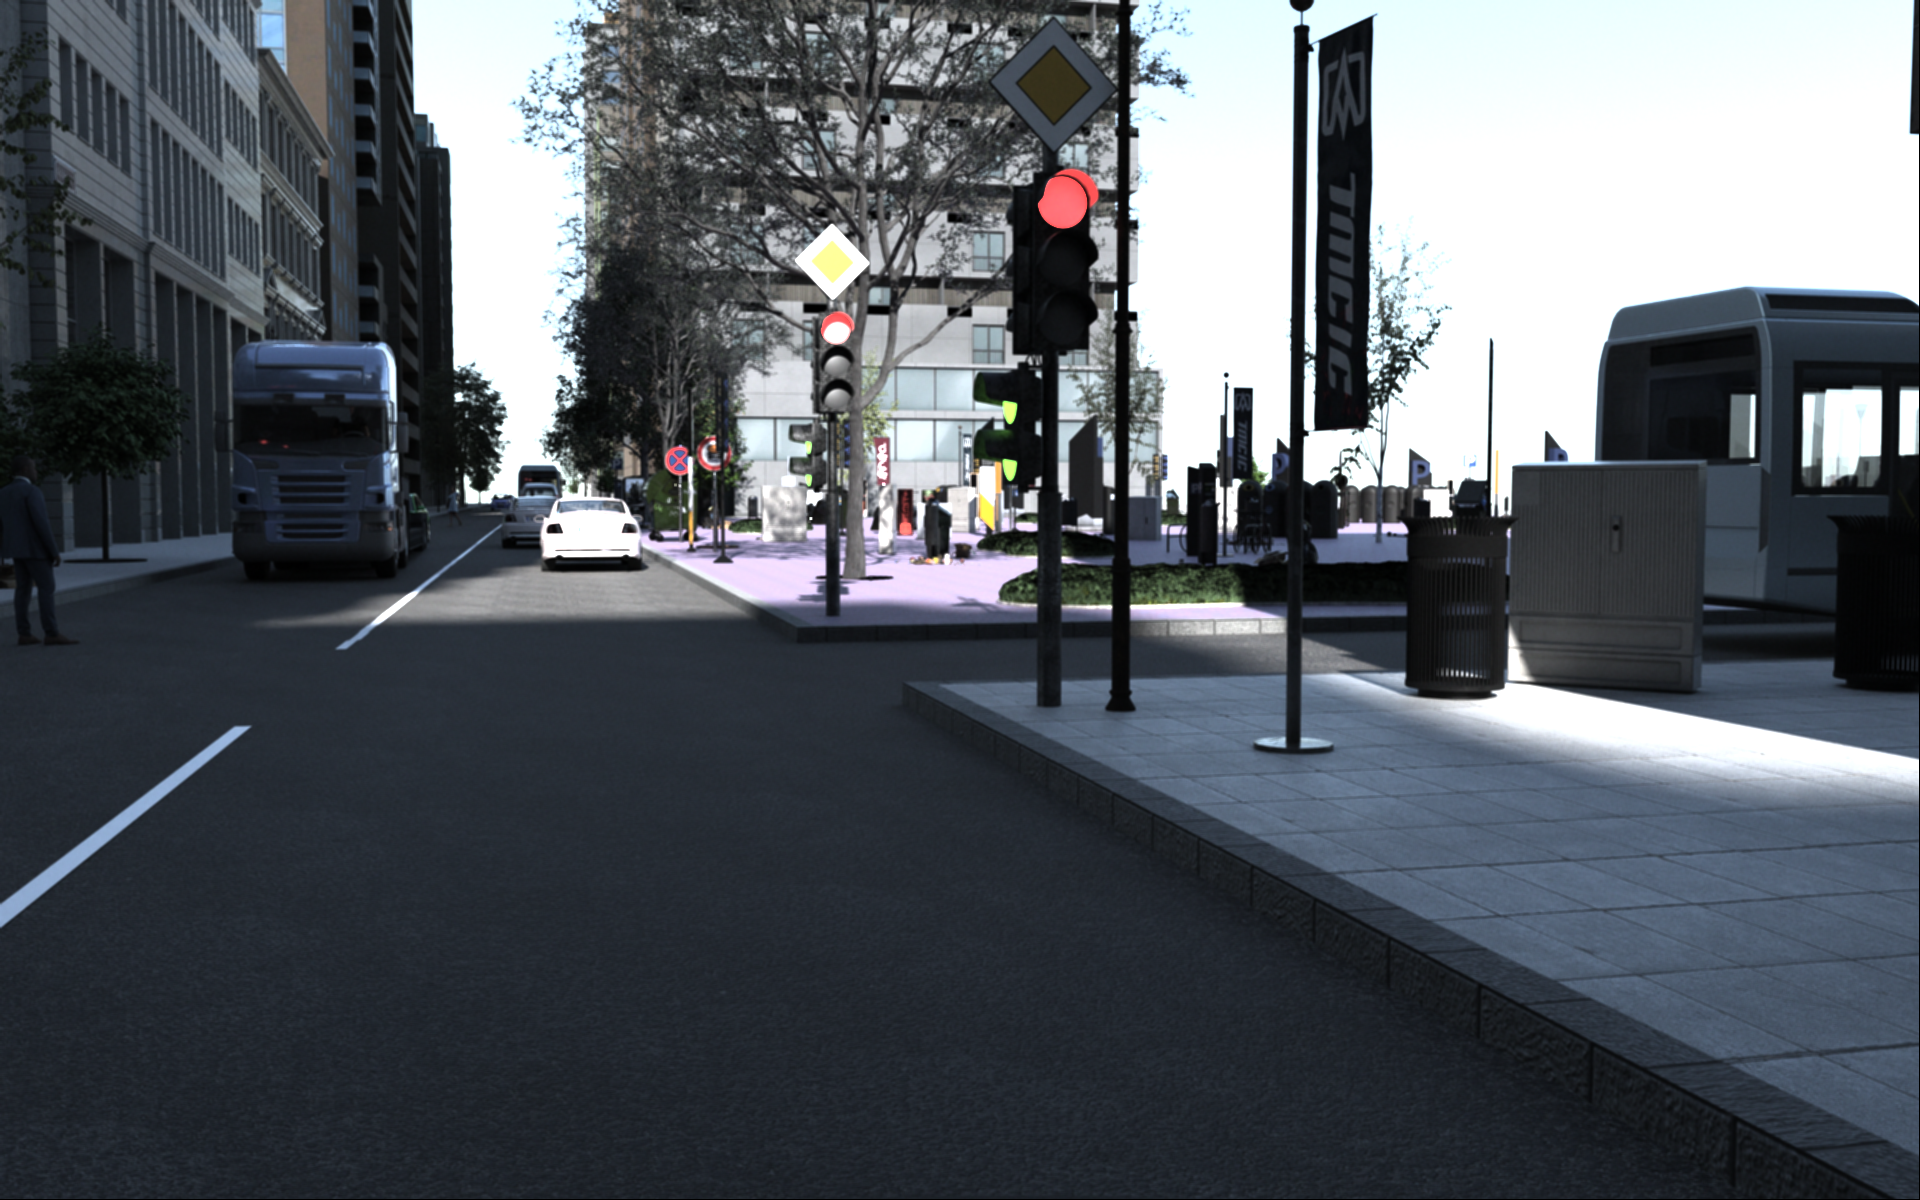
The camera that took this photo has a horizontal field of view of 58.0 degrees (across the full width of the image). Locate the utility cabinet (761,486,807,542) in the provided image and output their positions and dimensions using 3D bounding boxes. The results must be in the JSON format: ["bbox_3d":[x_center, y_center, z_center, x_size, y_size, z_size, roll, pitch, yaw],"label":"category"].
[{"bbox_3d":[-4.694,-2.298,46.248,1.173,1.500,0.318,-1,4,-13],"label":"utility cabinet"}]

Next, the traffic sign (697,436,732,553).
[{"bbox_3d":[-5.370,-2.312,37.903,0.768,2.556,0.104,-1,4,-13],"label":"traffic sign"}]

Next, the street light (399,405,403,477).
[{"bbox_3d":[-29.168,-7.196,90.436,0.468,5.910,1.993,-1,4,-14],"label":"street light"}]

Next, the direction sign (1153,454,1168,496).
[{"bbox_3d":[11.412,-6.526,98.701,0.876,3.537,0.379,0,4,-6],"label":"direction sign"}]

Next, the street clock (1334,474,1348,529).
[{"bbox_3d":[14.058,-3.628,63.894,0.471,2.002,0.358,3,5,44],"label":"street clock"}]

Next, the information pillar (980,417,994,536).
[{"bbox_3d":[0.823,-3.737,52.452,0.504,3.616,0.183,-2,4,-32],"label":"information pillar"}]

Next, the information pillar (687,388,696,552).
[{"bbox_3d":[-6.011,-2.894,38.672,0.183,3.616,0.504,0,4,-6],"label":"information pillar"}]

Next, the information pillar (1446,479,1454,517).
[{"bbox_3d":[24.462,-5.017,86.521,0.304,2.012,0.304,0,4,1],"label":"information pillar"}]

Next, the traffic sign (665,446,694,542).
[{"bbox_3d":[-7.428,-2.805,45.975,0.768,2.556,0.104,0,4,-5],"label":"traffic sign"}]

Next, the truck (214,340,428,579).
[{"bbox_3d":[-12.698,-2.836,36.132,2.967,4.110,18.799,-1,4,-15],"label":"truck"}]

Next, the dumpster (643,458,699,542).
[{"bbox_3d":[-7.815,-2.728,47.104,1.502,2.255,1.985,-1,4,-13],"label":"dumpster"}]

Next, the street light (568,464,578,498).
[{"bbox_3d":[-40.751,-12.841,182.744,0.468,5.910,1.993,-1,4,-14],"label":"street light"}]

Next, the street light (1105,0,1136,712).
[{"bbox_3d":[0.954,-2.283,10.115,0.468,5.910,1.993,-1,4,-14],"label":"street light"}]

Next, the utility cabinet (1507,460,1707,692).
[{"bbox_3d":[4.265,-0.170,11.458,1.173,1.500,0.318,2,4,33],"label":"utility cabinet"}]

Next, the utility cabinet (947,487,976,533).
[{"bbox_3d":[0.039,-2.963,57.120,0.318,1.500,1.173,-3,4,-36],"label":"utility cabinet"}]

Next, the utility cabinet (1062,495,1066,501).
[{"bbox_3d":[4.720,-4.417,83.373,0.306,1.237,1.020,2,4,35],"label":"utility cabinet"}]

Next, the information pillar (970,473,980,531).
[{"bbox_3d":[0.532,-3.434,60.640,0.304,2.012,0.304,1,4,19],"label":"information pillar"}]

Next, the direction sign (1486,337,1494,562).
[{"bbox_3d":[7.797,-2.049,25.506,0.379,3.537,0.876,1,4,19],"label":"direction sign"}]

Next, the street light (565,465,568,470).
[{"bbox_3d":[-48.393,-14.782,214.475,0.468,5.910,1.993,-1,4,-14],"label":"street light"}]

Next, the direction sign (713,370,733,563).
[{"bbox_3d":[-4.417,-2.459,32.200,0.379,3.537,0.876,0,4,6],"label":"direction sign"}]

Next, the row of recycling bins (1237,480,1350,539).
[{"bbox_3d":[9.676,-2.699,51.244,1.069,1.692,3.534,-3,5,-42],"label":"row of recycling bins"}]

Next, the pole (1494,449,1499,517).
[{"bbox_3d":[24.533,-5.218,79.161,0.158,3.312,0.155,0,3,0],"label":"pole"}]

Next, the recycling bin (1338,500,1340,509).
[{"bbox_3d":[17.016,-4.086,79.364,0.722,1.027,0.722,-2,4,-34],"label":"recycling bin"}]

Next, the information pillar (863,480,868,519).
[{"bbox_3d":[-4.978,-5.242,90.198,0.304,2.012,0.304,0,4,7],"label":"information pillar"}]

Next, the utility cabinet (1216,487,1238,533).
[{"bbox_3d":[8.598,-2.964,57.137,1.173,1.500,0.318,1,4,21],"label":"utility cabinet"}]

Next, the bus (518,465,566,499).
[{"bbox_3d":[-27.663,-7.319,114.527,2.948,3.499,13.247,-1,4,-12],"label":"bus"}]

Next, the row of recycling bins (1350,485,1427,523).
[{"bbox_3d":[18.627,-4.238,76.400,3.534,1.692,1.069,1,4,18],"label":"row of recycling bins"}]

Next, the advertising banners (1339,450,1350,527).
[{"bbox_3d":[15.162,-4.416,68.385,0.090,3.025,2.074,0,4,2],"label":"advertising banners"}]

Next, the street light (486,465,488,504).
[{"bbox_3d":[-64.333,-16.061,235.378,0.468,5.910,1.993,-1,4,-14],"label":"street light"}]

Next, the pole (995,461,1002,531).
[{"bbox_3d":[1.276,-3.906,57.710,0.158,3.312,0.155,0,3,0],"label":"pole"}]

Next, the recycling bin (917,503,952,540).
[{"bbox_3d":[-0.723,-2.209,48.663,0.722,1.027,0.722,3,5,43],"label":"recycling bin"}]

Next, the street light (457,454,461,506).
[{"bbox_3d":[-44.711,-11.112,154.473,0.468,5.910,1.993,-1,4,-14],"label":"street light"}]

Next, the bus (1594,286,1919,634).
[{"bbox_3d":[13.103,-1.403,17.792,13.247,3.499,2.948,-1,4,-14],"label":"bus"}]

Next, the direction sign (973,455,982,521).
[{"bbox_3d":[1.030,-5.546,82.679,0.876,3.537,0.379,1,4,22],"label":"direction sign"}]

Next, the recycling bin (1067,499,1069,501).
[{"bbox_3d":[5.390,-4.508,86.261,0.722,1.027,0.722,-3,4,-39],"label":"recycling bin"}]

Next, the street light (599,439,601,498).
[{"bbox_3d":[-21.168,-7.887,101.746,0.468,5.910,1.993,-1,4,-14],"label":"street light"}]

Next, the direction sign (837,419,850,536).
[{"bbox_3d":[-3.595,-3.710,52.656,0.379,3.537,0.876,3,5,41],"label":"direction sign"}]

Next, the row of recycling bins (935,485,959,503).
[{"bbox_3d":[-0.490,-4.499,80.667,1.069,1.692,3.534,-1,4,-10],"label":"row of recycling bins"}]

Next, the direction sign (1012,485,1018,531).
[{"bbox_3d":[1.859,-4.082,58.734,0.379,3.537,0.876,-2,4,-24],"label":"direction sign"}]

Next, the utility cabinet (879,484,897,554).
[{"bbox_3d":[-1.561,-1.747,37.248,0.318,1.500,1.173,0,4,2],"label":"utility cabinet"}]

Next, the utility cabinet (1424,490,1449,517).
[{"bbox_3d":[23.271,-4.644,84.613,1.173,1.500,0.318,1,4,20],"label":"utility cabinet"}]

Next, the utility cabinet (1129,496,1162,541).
[{"bbox_3d":[5.122,-2.259,48.093,0.306,1.237,1.020,-3,5,-43],"label":"utility cabinet"}]

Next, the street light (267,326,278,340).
[{"bbox_3d":[-18.892,-4.586,47.774,0.468,5.910,1.993,-1,4,-14],"label":"street light"}]

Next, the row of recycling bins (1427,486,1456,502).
[{"bbox_3d":[24.306,-4.979,88.523,1.069,1.692,3.534,3,5,43],"label":"row of recycling bins"}]

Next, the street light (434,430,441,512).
[{"bbox_3d":[-37.012,-9.172,122.756,0.468,5.910,1.993,-1,4,-14],"label":"street light"}]

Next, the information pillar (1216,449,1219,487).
[{"bbox_3d":[13.435,-5.988,89.253,0.504,3.616,0.183,0,4,-6],"label":"information pillar"}]
